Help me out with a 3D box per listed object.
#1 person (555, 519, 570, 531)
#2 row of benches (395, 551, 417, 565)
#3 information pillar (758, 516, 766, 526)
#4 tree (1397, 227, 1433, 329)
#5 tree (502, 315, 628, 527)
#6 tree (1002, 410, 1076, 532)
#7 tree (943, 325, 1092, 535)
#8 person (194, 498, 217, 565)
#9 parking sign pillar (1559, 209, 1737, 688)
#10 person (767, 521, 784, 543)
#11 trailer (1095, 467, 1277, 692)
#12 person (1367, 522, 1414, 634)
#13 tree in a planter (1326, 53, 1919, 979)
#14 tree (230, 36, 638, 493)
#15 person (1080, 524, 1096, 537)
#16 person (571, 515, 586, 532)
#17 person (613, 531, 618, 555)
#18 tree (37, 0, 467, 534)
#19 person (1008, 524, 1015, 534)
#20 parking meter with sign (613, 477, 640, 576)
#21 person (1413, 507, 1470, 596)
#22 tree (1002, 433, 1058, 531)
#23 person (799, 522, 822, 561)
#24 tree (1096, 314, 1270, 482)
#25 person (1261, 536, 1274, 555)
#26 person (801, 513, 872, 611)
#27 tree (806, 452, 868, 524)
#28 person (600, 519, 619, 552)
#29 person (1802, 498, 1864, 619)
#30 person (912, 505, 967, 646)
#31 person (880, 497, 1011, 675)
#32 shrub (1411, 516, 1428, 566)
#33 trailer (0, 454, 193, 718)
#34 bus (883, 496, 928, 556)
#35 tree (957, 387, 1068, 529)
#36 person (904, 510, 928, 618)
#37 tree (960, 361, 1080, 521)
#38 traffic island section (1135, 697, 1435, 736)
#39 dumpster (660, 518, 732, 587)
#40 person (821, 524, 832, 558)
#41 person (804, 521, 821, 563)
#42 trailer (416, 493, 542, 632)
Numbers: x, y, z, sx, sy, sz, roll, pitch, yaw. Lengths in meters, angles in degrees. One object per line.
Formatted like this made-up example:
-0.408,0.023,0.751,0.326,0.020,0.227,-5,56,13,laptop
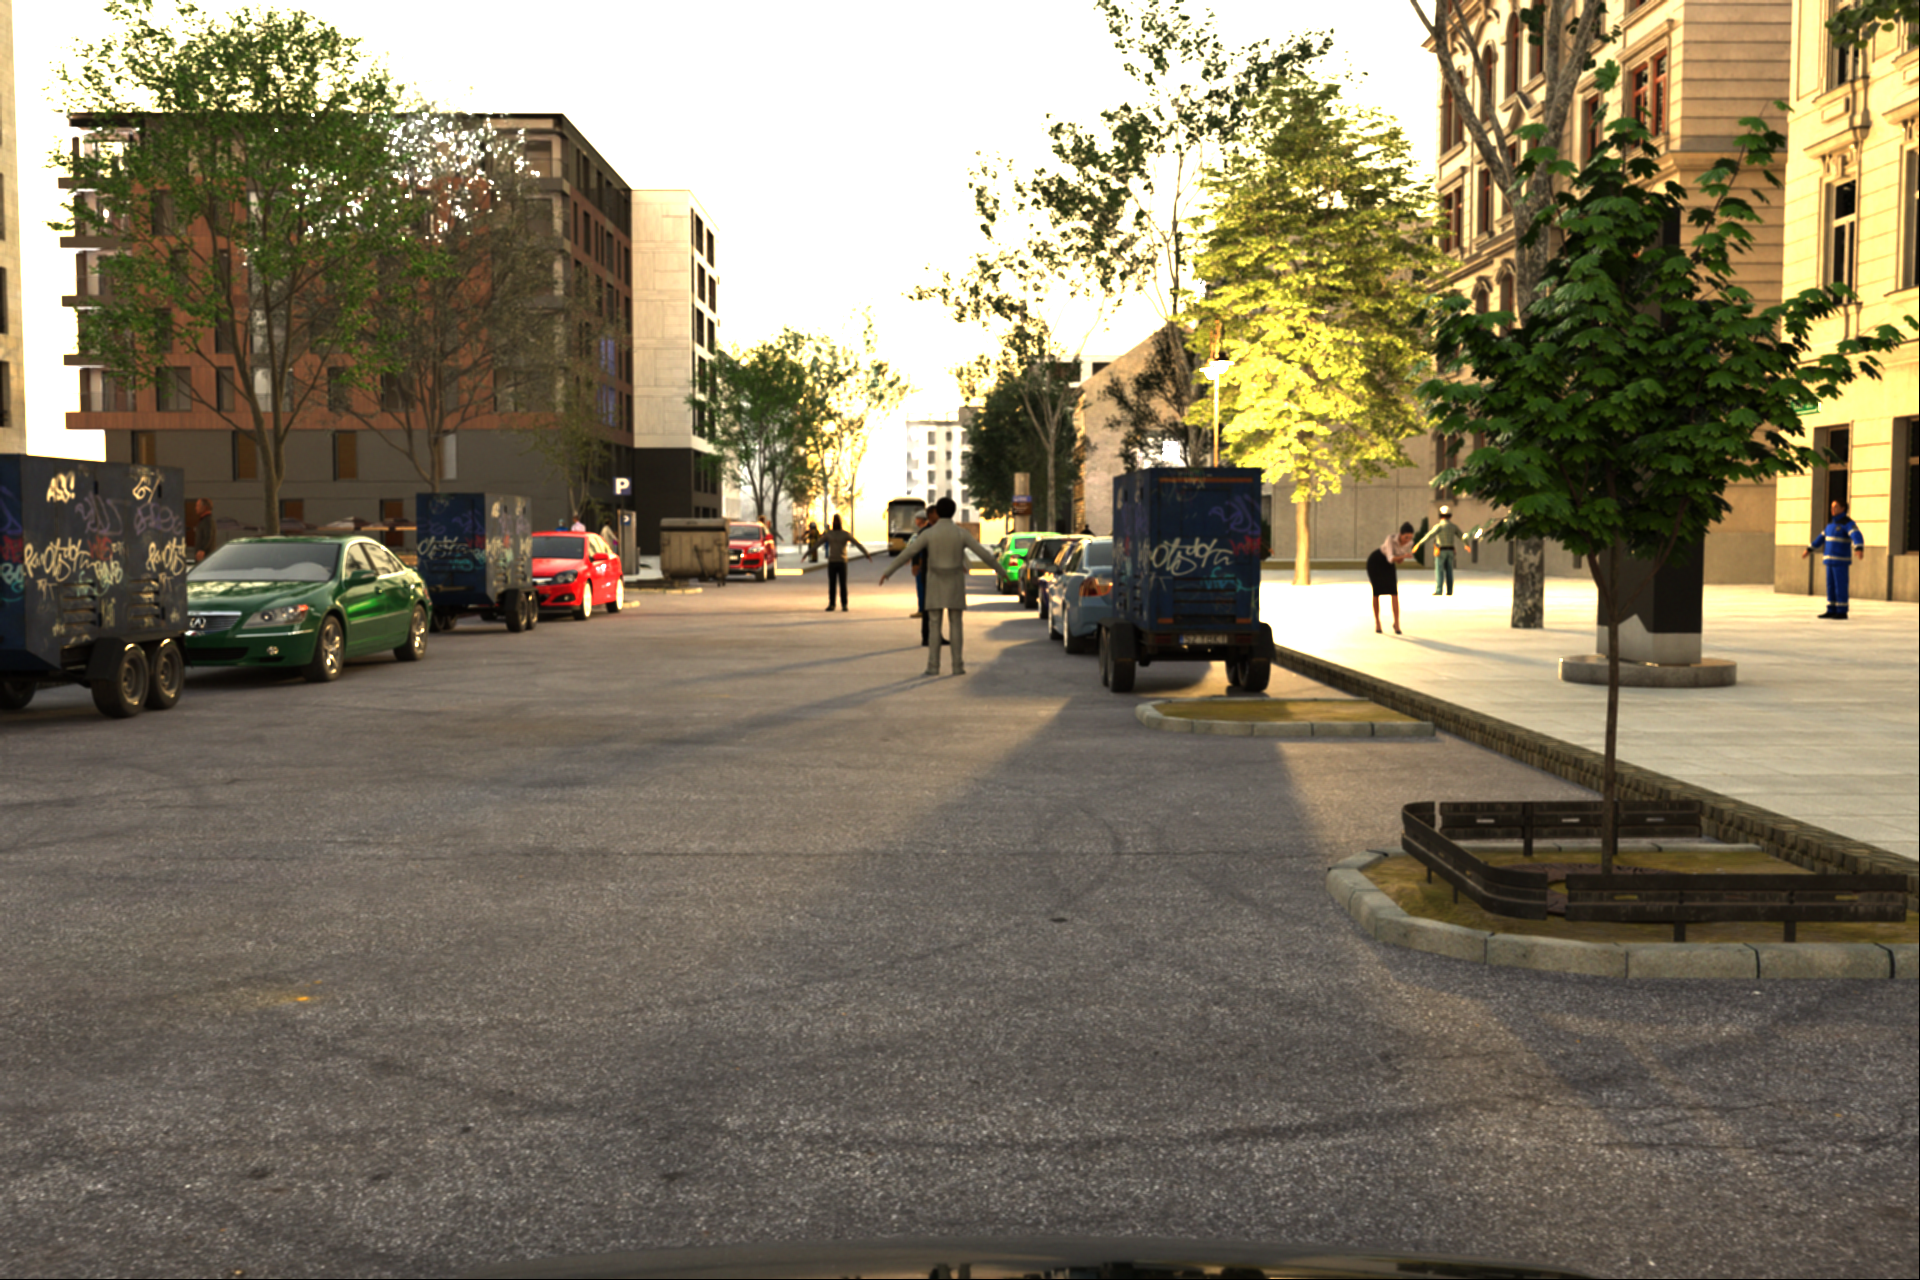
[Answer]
-14.554,-3.497,63.297,1.347,1.817,0.704,0,4,2,person
-18.442,-2.853,62.106,4.104,0.672,1.422,-2,4,-31,row of benches
-8.167,-4.103,71.575,0.304,2.012,0.304,0,4,1,information pillar
24.928,-13.723,80.258,12.611,20.169,13.585,0,3,0,tree
-12.768,-6.586,58.045,4.360,8.622,3.978,0,3,0,tree
4.202,-9.238,101.400,4.360,8.622,3.978,0,3,0,tree
5.152,-18.422,157.084,12.611,20.169,13.585,0,3,0,tree
-11.012,-1.165,25.235,0.705,1.807,1.348,-2,4,-24,person
5.996,-1.623,15.017,1.447,3.967,1.447,0,4,0,parking sign pillar
-7.360,-3.694,66.661,1.348,1.796,0.705,1,4,16,person
2.035,-0.592,16.723,1.471,1.999,3.904,0,4,-2,trailer
5.563,-0.796,22.239,0.799,1.438,0.628,3,5,40,person
2.462,-0.566,6.482,1.991,3.239,1.994,0,4,0,tree in a planter
-13.553,-8.171,43.974,12.009,13.543,11.850,0,3,0,tree
6.840,-5.324,93.229,1.347,1.806,0.705,2,4,31,person
-11.405,-2.774,51.273,0.599,1.838,0.709,2,4,33,person
-16.432,-4.502,82.873,0.599,1.433,0.991,-2,4,-29,person
-13.103,-6.542,32.712,9.928,11.665,9.643,0,3,0,tree
2.843,-5.073,89.088,1.346,1.812,0.704,-1,4,-13,person
-10.351,-3.532,54.016,0.543,3.016,1.738,0,3,0,parking meter with sign
10.030,-1.839,35.905,1.345,1.849,0.704,-1,4,-17,person
4.443,-10.385,120.156,4.360,8.622,3.978,0,3,0,tree
-6.793,-4.499,79.702,1.345,1.843,0.704,1,4,14,person
9.738,-8.514,73.613,7.601,10.594,8.767,2,4,26,tree
5.087,-1.578,31.870,1.348,1.821,0.705,1,4,13,person
-2.283,-1.448,32.255,1.348,1.813,0.705,1,4,10,person
-18.911,-21.230,257.483,12.009,13.543,11.850,0,3,0,tree
-12.358,-3.352,60.896,0.704,1.819,1.344,-3,5,-40,person
13.262,-1.238,26.211,0.704,1.831,1.345,-1,4,-8,person
-0.316,-0.833,22.300,0.704,1.802,1.346,2,4,28,person
-0.148,-0.555,17.720,1.347,1.806,0.705,0,4,-3,person
18.766,-3.979,69.099,1.661,2.075,1.752,0,3,0,shrub
-7.148,-0.368,13.064,1.471,1.999,3.904,0,4,-1,trailer
-3.417,-7.553,115.040,2.896,3.916,12.252,0,4,0,bus
4.472,-14.413,142.304,9.857,13.997,8.962,0,3,0,tree
-0.669,-1.314,29.796,0.705,1.847,1.347,1,4,14,person
4.642,-13.621,129.354,9.857,13.997,8.962,0,3,0,tree
2.375,0.586,13.280,1.991,0.108,1.994,0,4,0,traffic island section
-7.233,-2.392,47.318,1.865,1.857,1.264,0,4,0,dumpster
-6.890,-5.201,91.009,1.349,1.833,0.705,0,4,5,person
-6.609,-4.426,78.141,0.705,1.858,1.354,2,4,27,person
-7.073,-1.087,24.814,1.471,1.999,3.904,0,4,0,trailer
